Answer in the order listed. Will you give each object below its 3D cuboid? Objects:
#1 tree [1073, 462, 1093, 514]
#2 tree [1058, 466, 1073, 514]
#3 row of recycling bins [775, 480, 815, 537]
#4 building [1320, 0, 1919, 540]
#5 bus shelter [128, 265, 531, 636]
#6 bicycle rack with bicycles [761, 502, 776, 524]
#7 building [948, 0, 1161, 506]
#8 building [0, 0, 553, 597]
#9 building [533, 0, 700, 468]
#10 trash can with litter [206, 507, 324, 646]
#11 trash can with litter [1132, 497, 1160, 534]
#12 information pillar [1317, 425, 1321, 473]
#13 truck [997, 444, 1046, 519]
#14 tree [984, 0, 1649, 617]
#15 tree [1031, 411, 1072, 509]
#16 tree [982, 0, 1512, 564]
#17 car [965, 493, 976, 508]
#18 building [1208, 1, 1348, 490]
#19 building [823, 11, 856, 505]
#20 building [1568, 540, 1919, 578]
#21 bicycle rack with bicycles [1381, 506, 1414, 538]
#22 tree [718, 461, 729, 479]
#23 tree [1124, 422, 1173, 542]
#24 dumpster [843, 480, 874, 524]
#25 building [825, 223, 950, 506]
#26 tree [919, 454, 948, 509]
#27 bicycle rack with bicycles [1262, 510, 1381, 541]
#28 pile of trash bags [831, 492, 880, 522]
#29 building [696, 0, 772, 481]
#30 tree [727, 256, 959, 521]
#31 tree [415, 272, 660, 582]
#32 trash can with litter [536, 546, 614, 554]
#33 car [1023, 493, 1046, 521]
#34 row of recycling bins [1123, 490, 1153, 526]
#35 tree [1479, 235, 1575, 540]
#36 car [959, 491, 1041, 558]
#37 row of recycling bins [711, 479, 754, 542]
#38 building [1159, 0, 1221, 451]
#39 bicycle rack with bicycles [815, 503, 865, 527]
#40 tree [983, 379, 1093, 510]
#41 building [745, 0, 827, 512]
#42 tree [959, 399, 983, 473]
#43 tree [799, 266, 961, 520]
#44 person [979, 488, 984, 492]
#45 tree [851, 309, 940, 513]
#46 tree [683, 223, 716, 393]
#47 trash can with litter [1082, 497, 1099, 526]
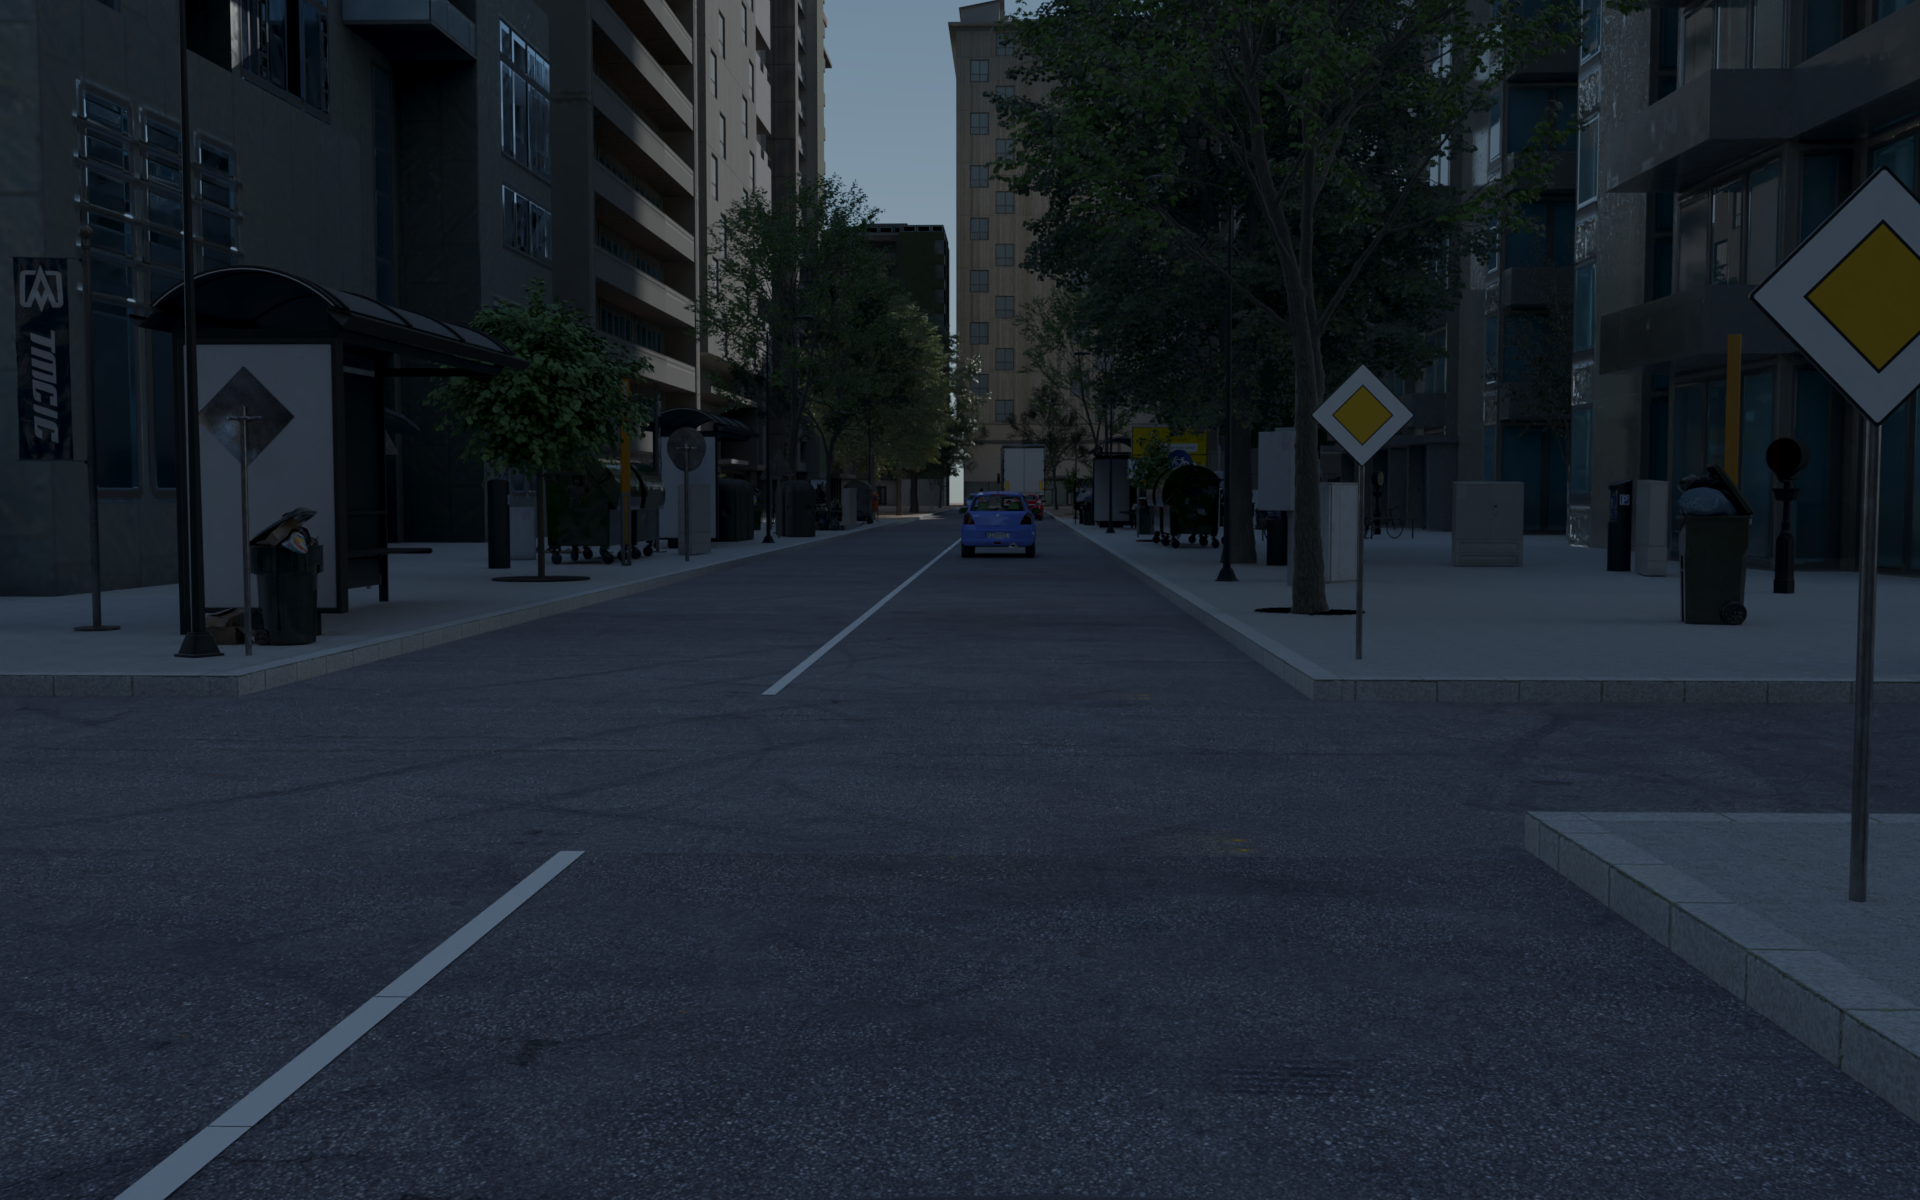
[{"bbox_3d":[7.341,-5.908,91.201,1.663,3.219,1.824,0,3,0],"label":"tree"},{"bbox_3d":[7.178,-7.014,109.284,1.663,3.219,1.824,0,3,0],"label":"tree"},{"bbox_3d":[-5.085,-2.800,52.893,1.069,1.692,3.534,-1,4,-12],"label":"row of recycling bins"},{"bbox_3d":[26.706,-27.261,65.330,23.786,49.044,30.456,0,4,2],"label":"building"},{"bbox_3d":[-6.249,-1.479,18.106,2.014,3.302,5.546,0,4,2],"label":"bus shelter"},{"bbox_3d":[-7.591,-3.717,74.159,2.852,0.926,2.925,-1,4,-19],"label":"bicycle rack with bicycles"},{"bbox_3d":[12.966,-36.973,193.749,27.495,52.752,28.713,0,4,2],"label":"building"},{"bbox_3d":[-21.942,-44.167,34.810,22.319,86.520,31.000,0,4,2],"label":"building"},{"bbox_3d":[-23.222,-27.313,70.266,21.300,48.544,21.600,0,4,2],"label":"building"},{"bbox_3d":[-5.989,-0.206,14.757,1.055,1.170,0.624,0,4,1],"label":"trash can with litter"},{"bbox_3d":[6.219,-2.747,56.309,0.624,1.170,1.055,-3,5,-42],"label":"trash can with litter"},{"bbox_3d":[8.438,-3.076,41.641,0.504,3.616,0.183,-1,4,-17],"label":"information pillar"},{"bbox_3d":[3.672,-6.985,103.110,2.839,4.237,11.283,0,4,1],"label":"truck"},{"bbox_3d":[3.670,-5.667,18.412,9.928,11.665,9.643,0,3,0],"label":"tree"},{"bbox_3d":[7.903,-12.197,149.780,4.737,8.622,4.395,0,3,0],"label":"tree"},{"bbox_3d":[5.261,-7.652,31.759,9.857,13.997,8.962,0,3,0],"label":"tree"},{"bbox_3d":[1.356,-7.883,138.481,1.945,1.707,3.694,0,4,0],"label":"car"},{"bbox_3d":[26.518,-43.105,143.024,20.563,71.187,20.611,0,4,2],"label":"building"},{"bbox_3d":[-24.272,-30.095,146.677,28.867,44.769,22.147,0,4,2],"label":"building"},{"bbox_3d":[27.578,-25.187,31.410,30.456,49.044,23.786,0,4,2],"label":"building"},{"bbox_3d":[11.652,-2.256,50.262,2.925,0.926,2.852,-2,4,-34],"label":"bicycle rack with bicycles"},{"bbox_3d":[-12.451,-5.667,87.257,1.663,3.219,1.824,0,3,0],"label":"tree"},{"bbox_3d":[5.368,-3.184,46.656,1.663,3.219,1.824,0,3,0],"label":"tree"},{"bbox_3d":[-4.357,-4.180,74.105,1.264,1.857,1.865,0,4,2],"label":"dumpster"},{"bbox_3d":[-8.240,-25.439,187.625,14.107,30.474,14.160,0,4,2],"label":"building"},{"bbox_3d":[-2.540,-12.233,150.371,4.360,8.622,3.978,0,3,0],"label":"tree"},{"bbox_3d":[9.367,-2.018,46.378,2.925,0.926,2.852,0,4,-2],"label":"bicycle rack with bicycles"},{"bbox_3d":[-4.814,-4.355,80.963,1.912,1.369,3.447,-3,4,-36],"label":"pile of trash bags"},{"bbox_3d":[-26.067,-31.388,102.435,28.713,52.752,27.495,0,4,2],"label":"building"},{"bbox_3d":[-5.195,-8.055,66.113,8.767,10.594,7.601,1,4,11],"label":"tree"},{"bbox_3d":[-6.335,-2.573,25.784,4.285,4.588,4.351,0,3,0],"label":"tree"},{"bbox_3d":[-8.745,-1.637,37.819,2.233,1.210,1.678,3,5,42],"label":"trash can with litter"},{"bbox_3d":[3.620,-5.237,94.667,2.155,1.783,4.494,0,4,2],"label":"car"},{"bbox_3d":[7.775,-3.947,71.642,1.069,1.692,3.534,3,4,38],"label":"row of recycling bins"},{"bbox_3d":[16.904,-5.996,48.398,4.360,8.622,3.978,0,3,0],"label":"tree"},{"bbox_3d":[0.921,-1.878,40.298,1.945,1.707,3.694,0,4,3],"label":"car"},{"bbox_3d":[-6.298,-2.501,48.004,1.069,1.692,3.534,0,4,1],"label":"row of recycling bins"},{"bbox_3d":[25.761,-30.517,122.656,21.300,48.544,21.600,0,4,2],"label":"building"},{"bbox_3d":[-5.199,-3.365,68.406,2.925,0.926,2.852,0,4,-2],"label":"bicycle rack with bicycles"},{"bbox_3d":[7.541,-12.563,139.822,7.601,10.594,8.767,2,4,32],"label":"tree"},{"bbox_3d":[-17.327,-26.919,123.723,14.154,41.232,14.086,0,4,2],"label":"building"},{"bbox_3d":[-1.700,-13.685,158.155,8.767,10.594,7.601,-2,4,-30],"label":"tree"},{"bbox_3d":[-4.753,-10.215,85.149,7.486,12.596,7.792,0,3,0],"label":"tree"},{"bbox_3d":[1.249,-5.133,93.133,0.721,1.736,1.217,-1,4,-17],"label":"person"},{"bbox_3d":[-3.043,-12.960,118.558,9.857,13.997,8.962,0,3,0],"label":"tree"},{"bbox_3d":[-5.356,-7.955,55.816,9.928,11.665,9.643,0,3,0],"label":"tree"},{"bbox_3d":[5.496,-3.618,70.535,1.055,1.170,0.624,2,4,25],"label":"trash can with litter"}]
